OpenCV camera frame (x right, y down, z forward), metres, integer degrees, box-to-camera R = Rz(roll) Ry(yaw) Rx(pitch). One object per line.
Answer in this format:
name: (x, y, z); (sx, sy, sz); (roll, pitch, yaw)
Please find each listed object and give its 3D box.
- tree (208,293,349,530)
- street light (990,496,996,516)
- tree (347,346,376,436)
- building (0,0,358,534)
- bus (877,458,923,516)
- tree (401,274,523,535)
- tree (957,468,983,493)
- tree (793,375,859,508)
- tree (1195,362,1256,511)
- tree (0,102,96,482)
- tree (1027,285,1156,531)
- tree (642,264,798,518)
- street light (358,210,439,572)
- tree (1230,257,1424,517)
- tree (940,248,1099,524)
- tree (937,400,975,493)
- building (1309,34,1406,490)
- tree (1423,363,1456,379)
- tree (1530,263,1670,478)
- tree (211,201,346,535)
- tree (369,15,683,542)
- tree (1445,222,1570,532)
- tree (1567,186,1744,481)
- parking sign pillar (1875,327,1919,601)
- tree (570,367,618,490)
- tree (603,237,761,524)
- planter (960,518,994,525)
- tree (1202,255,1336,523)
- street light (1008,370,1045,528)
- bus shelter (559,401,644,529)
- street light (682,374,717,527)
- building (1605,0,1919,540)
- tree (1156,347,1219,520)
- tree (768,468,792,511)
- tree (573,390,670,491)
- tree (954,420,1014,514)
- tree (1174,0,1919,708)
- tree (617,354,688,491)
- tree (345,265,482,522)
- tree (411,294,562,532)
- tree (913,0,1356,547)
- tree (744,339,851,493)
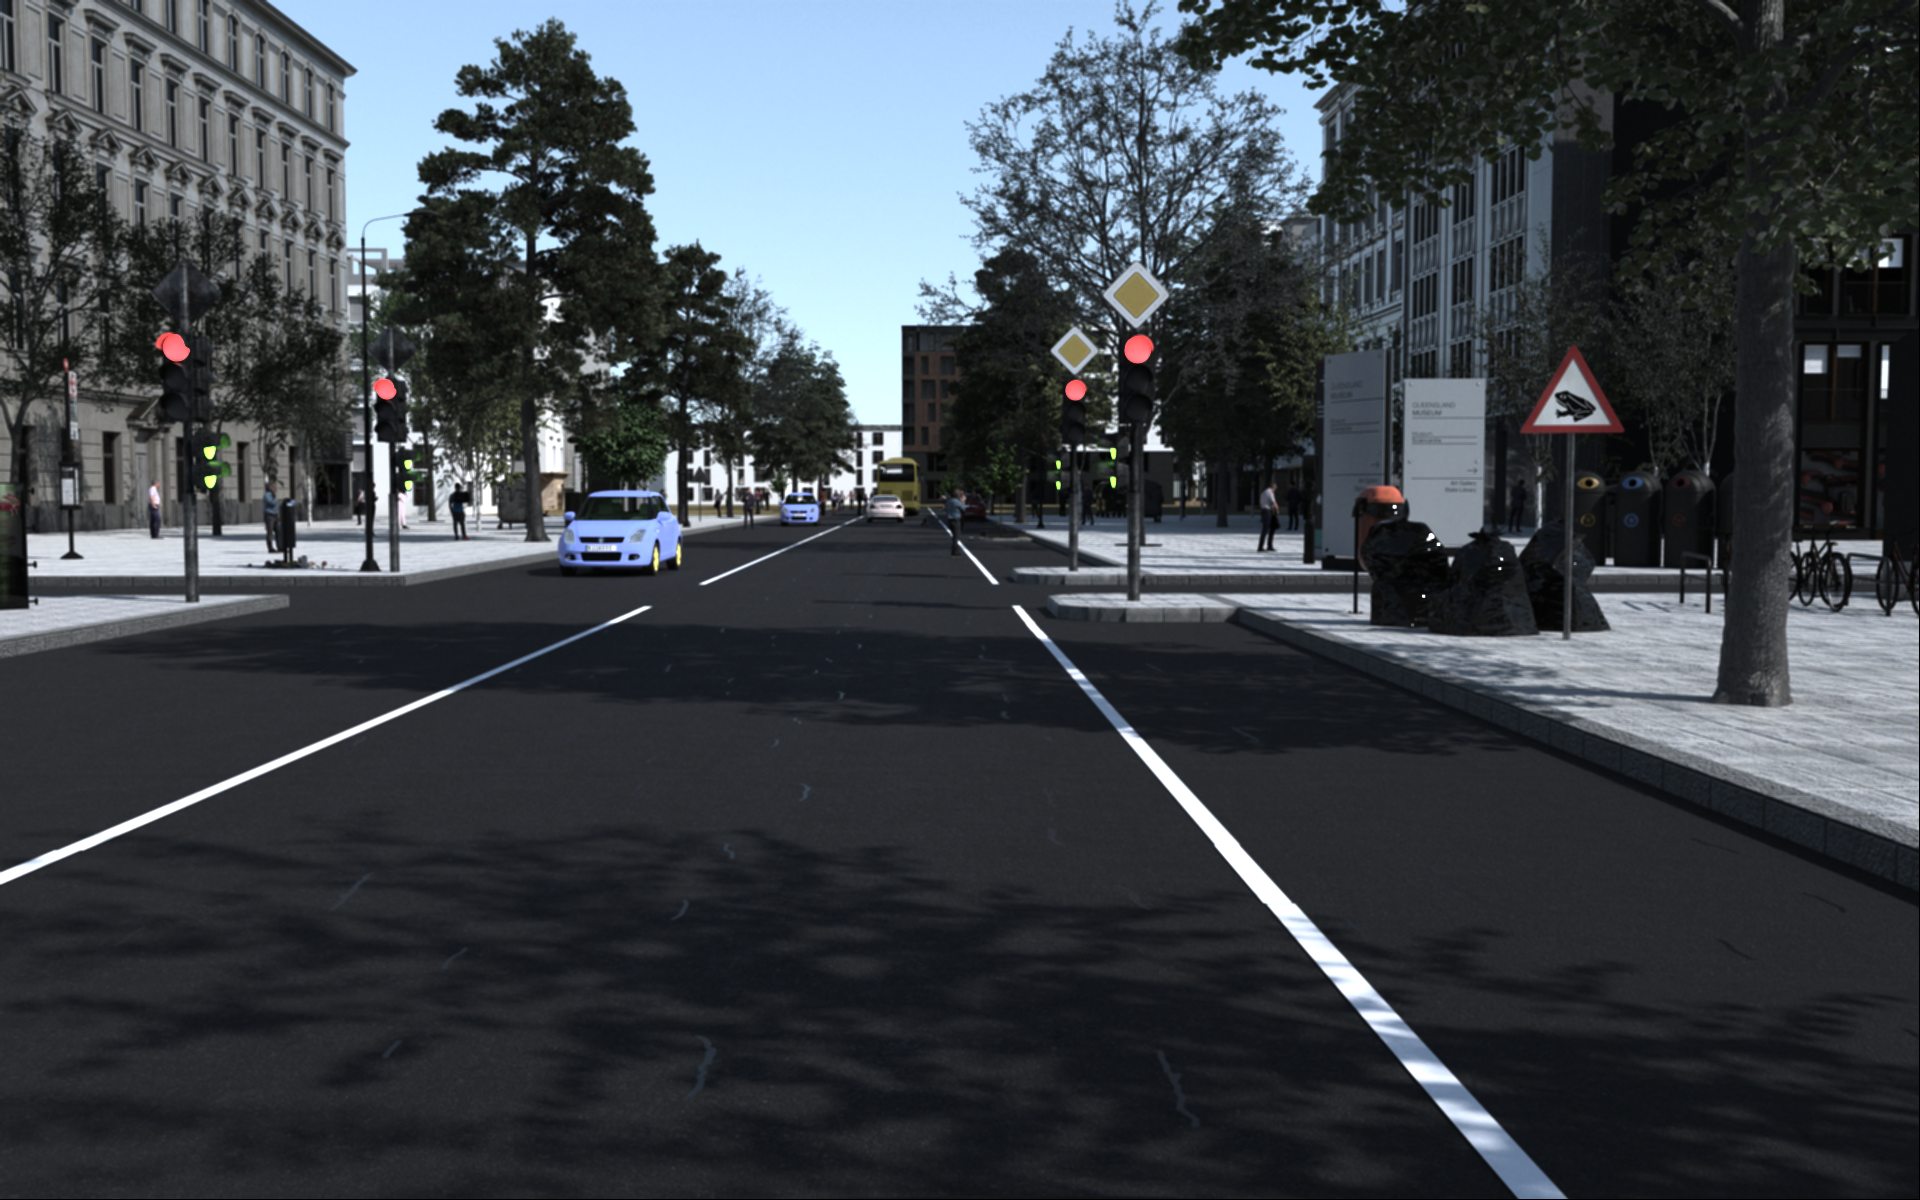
tree: (-24.307, -6.776, 61.143); (4.360, 8.622, 3.978); (0, 3, 0)
street light: (1.414, -7.984, 103.083); (1.470, 5.913, 1.316); (0, 4, -1)
tree: (-25.347, -7.192, 67.954); (4.360, 8.622, 3.978); (0, 3, 0)
building: (-38.175, -17.809, 67.596); (17.030, 29.872, 44.131); (0, 4, -1)
bus: (-4.026, -7.633, 116.339); (2.896, 3.916, 12.252); (0, 3, 0)
tree: (-15.442, -6.321, 53.705); (4.360, 8.622, 3.978); (0, 3, 0)
tree: (1.367, -9.991, 147.071); (4.285, 4.588, 4.351); (0, 3, 0)
tree: (-12.826, -14.477, 158.757); (6.751, 12.117, 7.091); (0, 3, 0)
tree: (13.928, -8.525, 89.743); (4.360, 8.622, 3.978); (0, 3, 0)
tree: (-23.232, -6.585, 42.073); (8.767, 10.594, 7.601); (-1, 4, -19)
tree: (4.218, -6.701, 59.923); (4.737, 8.622, 4.395); (0, 3, 0)
tree: (-12.372, -11.165, 92.912); (12.009, 13.543, 11.850); (0, 3, 0)
street light: (-9.223, -3.422, 28.485); (1.470, 5.913, 1.316); (0, 4, -1)
tree: (11.184, -6.292, 53.241); (4.737, 8.622, 4.395); (0, 3, 0)
tree: (2.655, -9.363, 75.139); (6.751, 12.117, 7.091); (0, 3, 0)
tree: (1.332, -15.483, 171.277); (7.486, 12.596, 7.792); (0, 3, 0)
building: (28.014, -18.871, 94.442); (13.634, 28.700, 20.117); (0, 4, -1)
tree: (17.538, -7.336, 70.299); (4.737, 8.622, 4.395); (0, 3, 0)
tree: (19.863, -6.389, 54.822); (4.737, 8.622, 4.395); (0, 3, 0)
tree: (-23.027, -7.300, 53.760); (8.767, 10.594, 7.601); (0, 4, -1)
tree: (-11.552, -8.501, 46.408); (7.806, 13.903, 7.818); (0, 3, 0)
tree: (15.277, -5.860, 46.171); (4.360, 8.622, 3.978); (0, 3, 0)
tree: (17.380, -5.523, 40.671); (4.360, 8.622, 3.978); (0, 3, 0)
parking sign pillar: (12.018, -1.994, 21.074); (1.447, 3.967, 1.447); (2, 4, 33)
tree: (-20.816, -9.153, 100.011); (4.360, 8.622, 3.978); (0, 3, 0)
tree: (-11.833, -9.269, 73.602); (6.751, 12.117, 7.091); (0, 3, 0)
planter: (0.570, -3.683, 81.359); (1.991, 0.319, 1.994); (0, 4, -1)
tree: (13.902, -9.525, 77.784); (6.751, 12.117, 7.091); (0, 3, 0)
street light: (2.491, -5.647, 64.871); (1.470, 5.913, 1.316); (0, 4, -1)
bus shelter: (-13.477, -5.365, 65.352); (2.179, 5.291, 8.768); (0, 4, -2)
street light: (-10.078, -5.783, 67.086); (1.470, 5.913, 1.316); (0, 4, -1)
building: (30.371, -13.682, 53.375); (15.834, 23.373, 12.332); (0, 4, -1)
tree: (11.048, -8.193, 84.311); (4.737, 8.622, 4.395); (0, 3, 0)
tree: (-13.409, -8.165, 128.098); (1.663, 3.219, 1.824); (0, 3, 0)
tree: (-10.643, -4.351, 54.855); (4.285, 4.588, 4.351); (0, 3, 0)
tree: (1.819, -9.885, 111.979); (4.360, 8.622, 3.978); (0, 3, 0)
tree: (4.811, -5.662, 10.705); (7.486, 12.596, 7.792); (0, 3, 0)
tree: (-15.201, -8.164, 83.845); (4.737, 8.622, 4.395); (0, 3, 0)
tree: (-24.577, -9.419, 79.764); (9.928, 11.665, 9.643); (0, 3, 0)
tree: (-16.339, -6.611, 58.447); (4.737, 8.622, 4.395); (0, 3, 0)
tree: (4.461, -8.083, 42.534); (12.009, 13.543, 11.850); (0, 3, 0)
tree: (-13.800, -14.470, 143.247); (9.857, 13.997, 8.962); (0, 3, 0)
